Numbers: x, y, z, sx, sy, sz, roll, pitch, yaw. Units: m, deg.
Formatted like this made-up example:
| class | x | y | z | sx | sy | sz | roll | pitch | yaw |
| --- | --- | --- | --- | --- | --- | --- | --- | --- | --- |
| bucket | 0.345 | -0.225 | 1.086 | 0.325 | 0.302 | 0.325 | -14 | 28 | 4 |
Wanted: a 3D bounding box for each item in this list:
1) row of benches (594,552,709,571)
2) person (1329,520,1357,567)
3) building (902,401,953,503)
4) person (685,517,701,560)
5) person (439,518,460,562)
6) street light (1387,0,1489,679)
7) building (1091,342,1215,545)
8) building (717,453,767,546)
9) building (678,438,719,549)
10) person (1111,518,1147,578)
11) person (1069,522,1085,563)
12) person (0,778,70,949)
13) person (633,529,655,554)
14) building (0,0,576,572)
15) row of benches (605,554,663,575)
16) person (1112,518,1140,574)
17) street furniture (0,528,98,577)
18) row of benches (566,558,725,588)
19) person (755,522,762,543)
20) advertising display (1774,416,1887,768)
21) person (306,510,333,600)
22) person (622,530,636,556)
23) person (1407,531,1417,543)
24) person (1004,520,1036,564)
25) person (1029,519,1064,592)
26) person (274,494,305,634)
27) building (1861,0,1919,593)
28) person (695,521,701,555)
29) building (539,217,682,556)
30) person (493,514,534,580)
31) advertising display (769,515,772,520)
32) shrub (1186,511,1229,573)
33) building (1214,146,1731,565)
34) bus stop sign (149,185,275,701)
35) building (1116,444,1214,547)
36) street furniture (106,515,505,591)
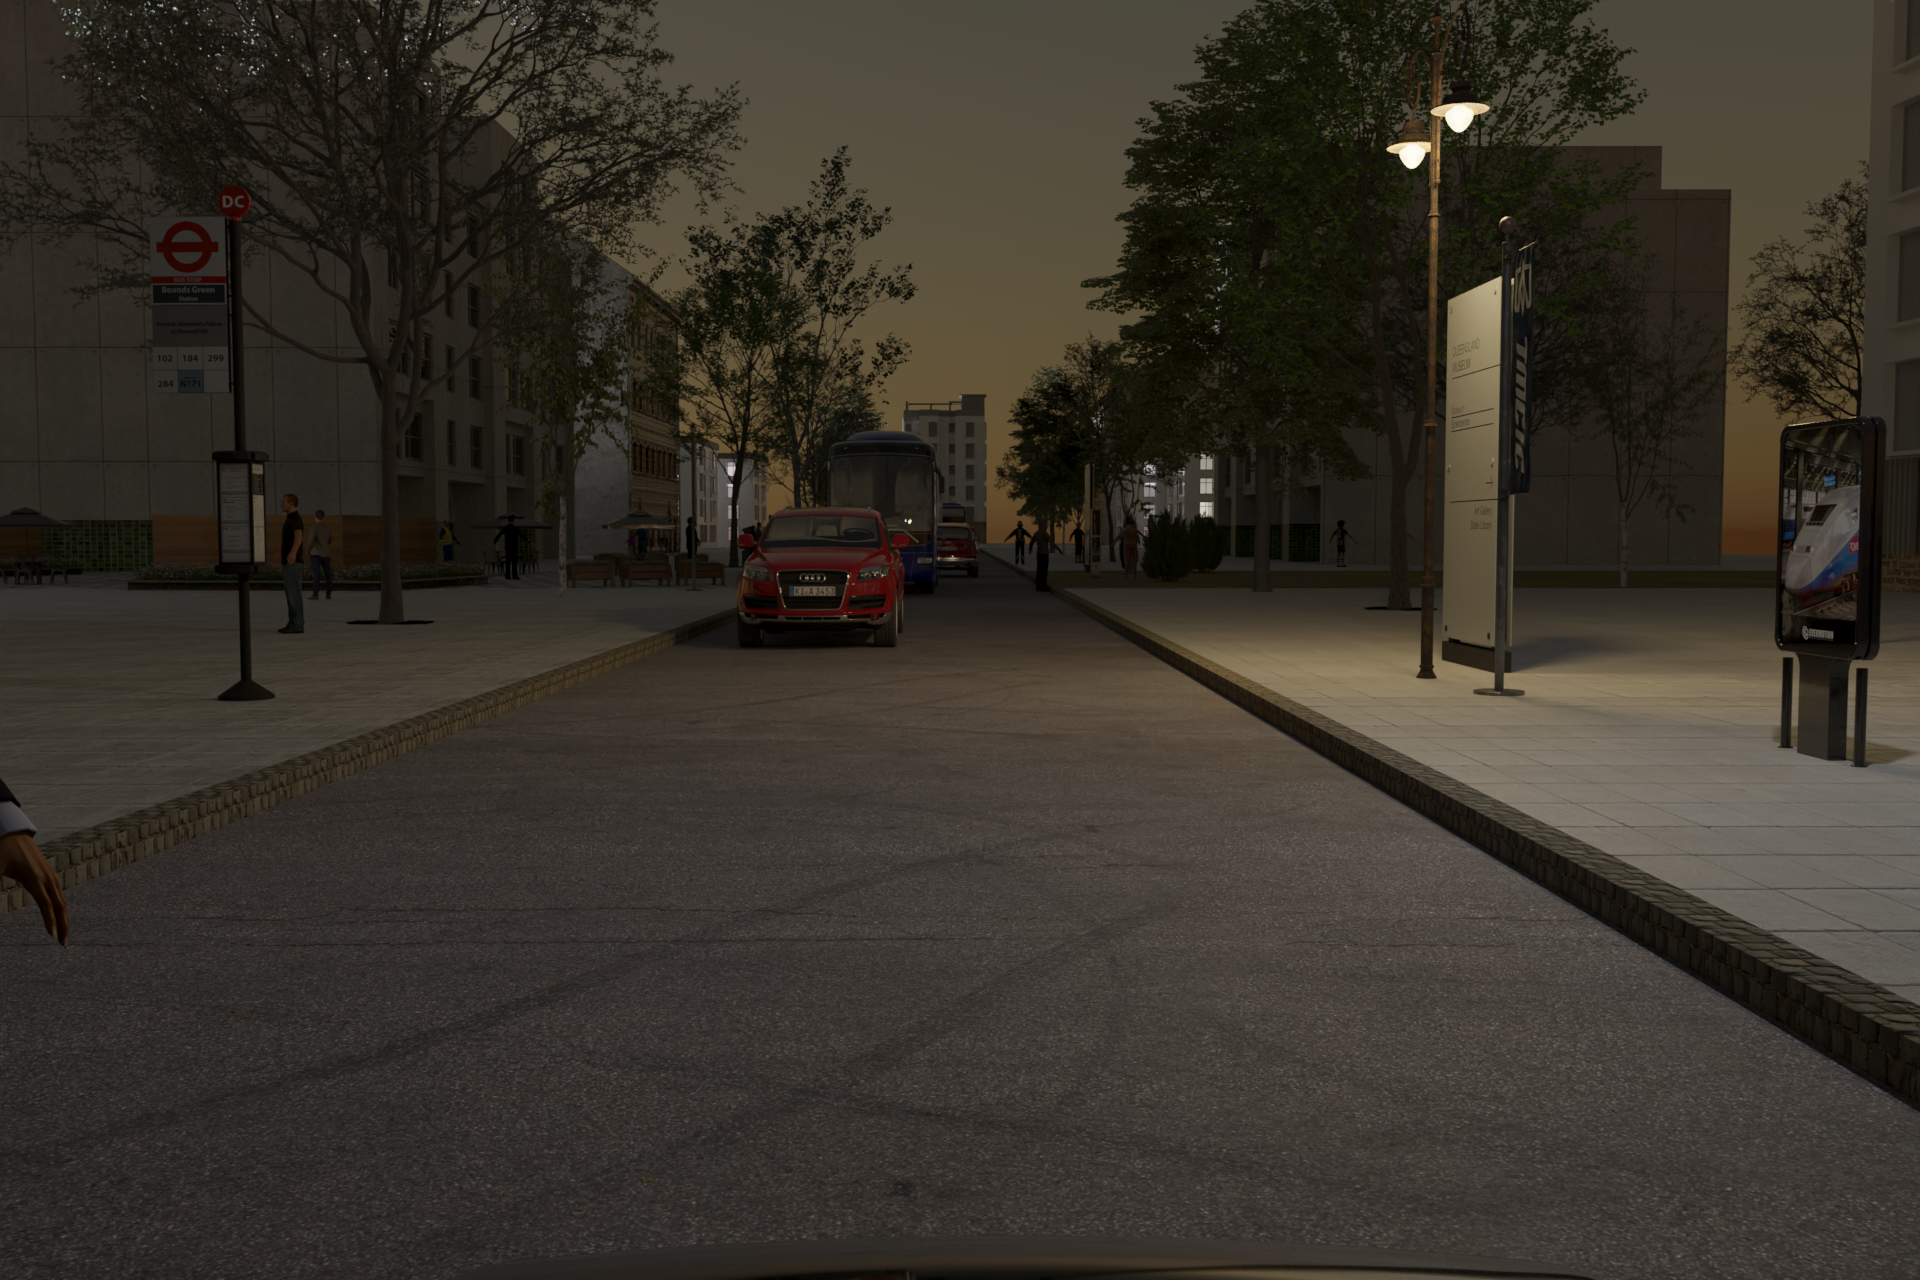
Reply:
| class | x | y | z | sx | sy | sz | roll | pitch | yaw |
| --- | --- | --- | --- | --- | --- | --- | --- | --- | --- |
| row of benches | -10.793 | -2.733 | 60.151 | 4.104 | 0.672 | 1.422 | -2 | 4 | -26 |
| person | 14.805 | -3.733 | 67.176 | 0.704 | 1.843 | 1.345 | -3 | 4 | -37 |
| building | -7.529 | -23.168 | 237.673 | 11.380 | 20.090 | 16.016 | 0 | 4 | -4 |
| person | -8.171 | -2.854 | 52.845 | 0.705 | 1.806 | 1.347 | -1 | 4 | -21 |
| person | -17.535 | -3.263 | 59.325 | 0.705 | 1.833 | 1.349 | 1 | 4 | 11 |
| street light | 4.153 | -2.596 | 15.240 | 0.468 | 5.910 | 1.993 | 0 | 4 | -1 |
| building | 25.233 | -22.836 | 204.296 | 19.493 | 23.208 | 18.063 | 0 | 4 | 0 |
| building | -25.932 | -15.351 | 193.132 | 9.099 | 9.664 | 28.070 | 0 | 4 | 0 |
| building | -26.996 | -13.419 | 161.545 | 9.099 | 9.664 | 28.070 | 0 | 4 | -1 |
| person | 4.983 | -2.661 | 50.305 | 1.217 | 1.733 | 0.721 | 0 | 4 | 8 |
| person | 5.283 | -4.319 | 76.750 | 1.346 | 1.812 | 0.704 | -3 | 5 | -40 |
| person | -1.728 | 0.433 | 2.093 | 1.216 | 1.740 | 0.721 | -1 | 4 | -13 |
| person | -14.242 | -4.380 | 77.733 | 1.347 | 1.817 | 0.704 | 3 | 4 | 36 |
| building | -28.144 | -12.662 | 73.489 | 16.747 | 18.905 | 31.486 | 0 | 4 | -1 |
| row of benches | -9.961 | -2.296 | 53.010 | 1.422 | 0.672 | 4.104 | -2 | 4 | -28 |
| person | 5.395 | -3.025 | 55.646 | 1.347 | 1.806 | 0.705 | -3 | 5 | -44 |
| street furniture | -31.369 | -2.754 | 51.883 | 11.010 | 1.723 | 9.812 | 1 | 4 | 8 |
| row of benches | -7.825 | -1.664 | 42.665 | 4.104 | 0.672 | 1.422 | -2 | 4 | -31 |
| person | -8.594 | -4.161 | 74.305 | 0.705 | 1.796 | 1.348 | -2 | 4 | -25 |
| advertising display | 4.959 | -0.288 | 9.916 | 0.123 | 1.923 | 0.974 | 0 | 4 | 0 |
| person | -12.661 | -1.683 | 34.093 | 0.617 | 1.759 | 0.750 | -3 | 5 | -42 |
| person | -13.512 | -3.763 | 70.785 | 0.599 | 1.433 | 0.991 | 1 | 4 | 22 |
| person | 18.082 | -3.971 | 70.784 | 0.705 | 1.847 | 1.347 | -2 | 4 | -35 |
| person | 2.536 | -4.128 | 73.272 | 1.354 | 1.856 | 0.705 | 0 | 4 | 5 |
| person | 2.084 | -2.116 | 43.184 | 0.705 | 1.813 | 1.348 | -2 | 4 | -35 |
| person | -8.677 | -0.992 | 22.429 | 0.705 | 1.803 | 1.348 | -2 | 4 | -29 |
| building | 25.575 | -11.048 | 37.061 | 16.016 | 20.090 | 11.380 | 0 | 4 | -1 |
| person | -9.961 | -3.598 | 65.053 | 0.704 | 1.802 | 1.346 | -1 | 4 | -19 |
| building | -28.745 | -17.122 | 110.870 | 19.493 | 23.208 | 18.063 | 0 | 3 | 0 |
| person | -12.612 | -2.619 | 48.752 | 1.347 | 1.837 | 0.705 | 1 | 4 | 20 |
| advertising display | -6.351 | -3.264 | 58.588 | 0.123 | 1.923 | 0.974 | 0 | 4 | 1 |
| shrub | 7.925 | -3.219 | 56.667 | 1.661 | 2.075 | 1.752 | 0 | 3 | 0 |
| building | 23.551 | -13.531 | 87.693 | 16.747 | 18.905 | 31.486 | 0 | 3 | 0 |
| bus stop sign | -5.775 | -1.508 | 13.366 | 0.855 | 3.939 | 0.416 | 0 | 4 | 0 |
| building | 21.564 | -14.275 | 175.549 | 9.099 | 9.664 | 28.070 | 0 | 4 | 0 |
| street furniture | -15.418 | -2.103 | 41.231 | 11.010 | 1.723 | 9.812 | 0 | 4 | 7 |
